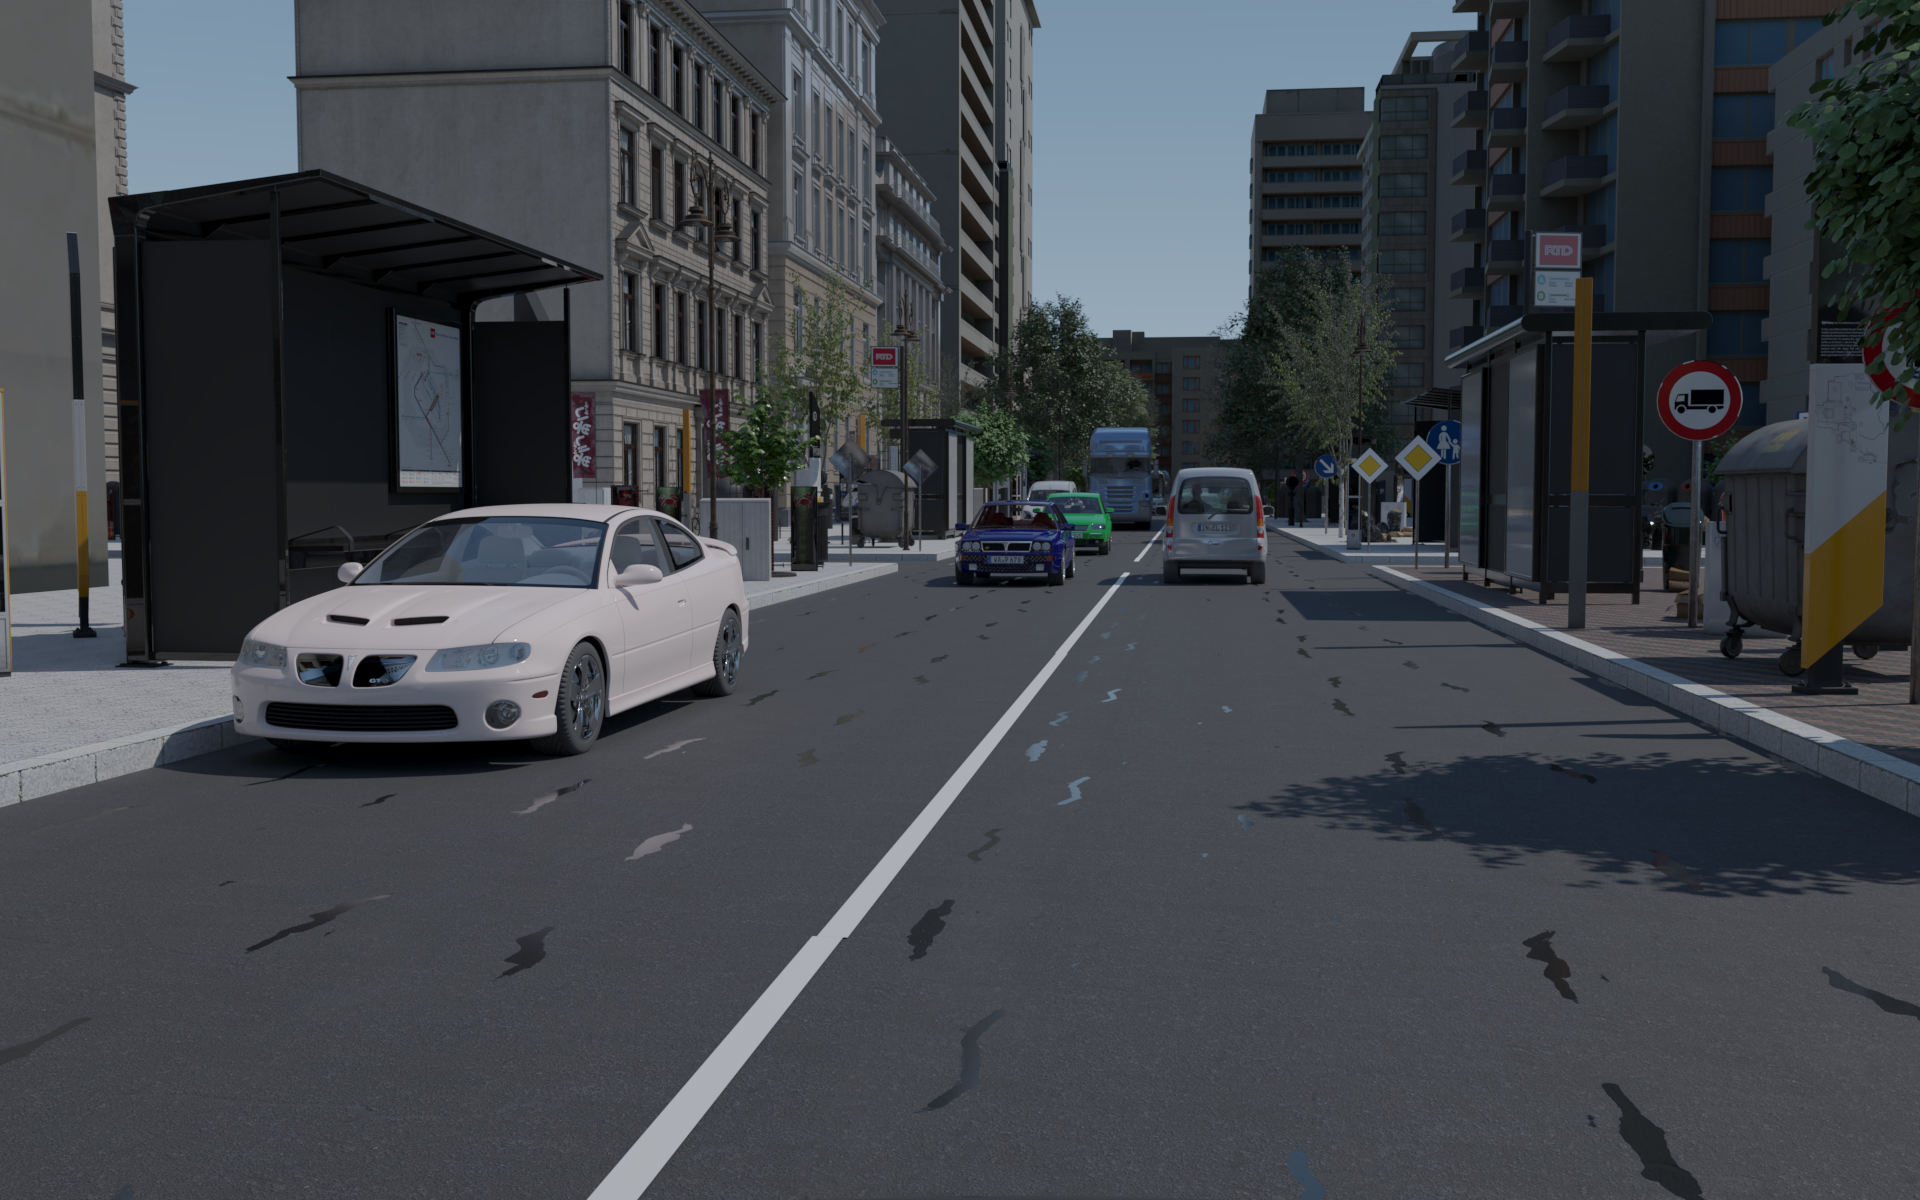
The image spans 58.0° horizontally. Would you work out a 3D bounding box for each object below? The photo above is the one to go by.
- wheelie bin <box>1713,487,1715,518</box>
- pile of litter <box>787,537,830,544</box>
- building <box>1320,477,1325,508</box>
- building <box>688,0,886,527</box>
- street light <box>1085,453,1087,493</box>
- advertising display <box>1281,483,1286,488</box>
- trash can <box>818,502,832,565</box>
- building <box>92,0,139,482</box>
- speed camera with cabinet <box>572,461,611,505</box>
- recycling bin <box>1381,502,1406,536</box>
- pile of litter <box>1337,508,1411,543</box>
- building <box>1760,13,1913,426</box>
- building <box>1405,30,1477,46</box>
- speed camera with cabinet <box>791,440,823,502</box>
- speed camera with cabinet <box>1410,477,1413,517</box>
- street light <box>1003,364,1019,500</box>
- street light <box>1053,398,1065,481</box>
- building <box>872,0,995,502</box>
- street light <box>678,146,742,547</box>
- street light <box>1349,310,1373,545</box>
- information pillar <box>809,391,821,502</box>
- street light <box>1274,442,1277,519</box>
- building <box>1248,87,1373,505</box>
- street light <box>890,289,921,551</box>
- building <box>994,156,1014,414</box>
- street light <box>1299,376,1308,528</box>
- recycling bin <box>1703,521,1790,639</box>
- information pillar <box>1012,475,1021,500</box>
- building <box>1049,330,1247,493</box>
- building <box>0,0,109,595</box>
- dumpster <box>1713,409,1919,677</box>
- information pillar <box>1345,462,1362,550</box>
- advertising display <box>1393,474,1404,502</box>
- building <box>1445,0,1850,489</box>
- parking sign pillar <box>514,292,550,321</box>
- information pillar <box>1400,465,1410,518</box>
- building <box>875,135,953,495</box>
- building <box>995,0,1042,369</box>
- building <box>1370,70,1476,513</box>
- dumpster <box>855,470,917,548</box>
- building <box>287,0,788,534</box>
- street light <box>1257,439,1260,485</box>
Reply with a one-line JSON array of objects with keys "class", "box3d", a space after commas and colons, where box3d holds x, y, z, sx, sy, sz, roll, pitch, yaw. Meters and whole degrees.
[{"class": "wheelie bin", "box3d": [21.859, -2.557, 49.717, 0.693, 1.594, 0.980, 3, 5, 40]}, {"class": "pile of litter", "box3d": [-3.908, -1.892, 44.902, 1.176, 0.858, 1.719, 0, 4, 5]}, {"class": "building", "box3d": [50.935, -28.835, 163.326, 32.217, 40.220, 23.993, 0, 4, 8]}, {"class": "building", "box3d": [-11.536, -17.786, 76.697, 13.634, 28.700, 20.117, 0, 4, 8]}, {"class": "street light", "box3d": [7.703, -8.143, 105.930, 0.468, 5.910, 1.993, 0, 4, 8]}, {"class": "advertising display", "box3d": [19.821, -6.071, 104.467, 0.974, 1.923, 0.123, 3, 5, 41]}, {"class": "trash can", "box3d": [-2.695, -1.209, 31.415, 0.748, 1.137, 0.748, 0, 3, 0]}, {"class": "building", "box3d": [-38.479, -13.893, 56.033, 19.941, 23.489, 11.050, 0, 4, 8]}, {"class": "speed camera with cabinet", "box3d": [-10.039, -3.178, 46.293, 2.038, 3.252, 0.660, 2, 4, 35]}, {"class": "recycling bin", "box3d": [13.377, -2.500, 53.427, 0.722, 1.027, 0.722, 1, 4, 18]}, {"class": "pile of litter", "box3d": [10.917, -1.973, 46.225, 1.176, 0.858, 1.719, -2, 4, -26]}, {"class": "building", "box3d": [45.245, -12.842, 55.004, 28.899, 21.520, 27.650, 0, 4, 8]}, {"class": "building", "box3d": [47.331, -27.386, 139.645, 32.217, 40.220, 23.993, 0, 4, 8]}, {"class": "speed camera with cabinet", "box3d": [-5.351, -4.052, 60.589, 0.660, 3.252, 2.038, -1, 4, -22]}, {"class": "speed camera with cabinet", "box3d": [25.415, -6.261, 96.706, 0.660, 3.252, 2.038, 3, 5, 41]}, {"class": "street light", "box3d": [1.822, -5.446, 61.826, 0.468, 5.910, 1.993, 0, 4, 8]}, {"class": "street light", "box3d": [4.811, -6.794, 83.872, 0.468, 5.910, 1.993, 0, 4, 8]}, {"class": "building", "box3d": [-9.224, -30.770, 126.796, 21.300, 48.544, 21.600, 0, 4, 8]}, {"class": "street light", "box3d": [-3.359, -3.100, 23.470, 0.468, 5.910, 1.993, 0, 4, 8]}, {"class": "street light", "box3d": [10.110, -4.342, 43.783, 0.468, 5.910, 1.993, 0, 4, 8]}, {"class": "information pillar", "box3d": [-3.330, -2.958, 39.722, 0.183, 3.616, 0.504, 1, 4, 17]}, {"class": "street light", "box3d": [16.139, -7.068, 88.355, 0.468, 5.910, 1.993, 0, 4, 8]}, {"class": "building", "box3d": [45.843, -35.862, 210.053, 21.600, 48.544, 21.300, 0, 4, 8]}, {"class": "street light", "box3d": [-1.223, -4.066, 39.268, 0.468, 5.910, 1.993, 0, 4, 8]}, {"class": "building", "box3d": [-3.166, -22.811, 144.667, 14.160, 30.474, 14.107, 0, 4, 8]}, {"class": "street light", "box3d": [13.098, -5.720, 66.316, 0.468, 5.910, 1.993, 0, 4, 8]}, {"class": "recycling bin", "box3d": [7.260, -0.199, 15.804, 0.722, 1.027, 0.722, 3, 4, 38]}, {"class": "information pillar", "box3d": [2.089, -3.727, 65.421, 0.304, 2.012, 0.304, 2, 4, 28]}, {"class": "building", "box3d": [21.399, -22.847, 218.587, 28.899, 21.520, 27.650, 0, 4, 8]}, {"class": "building", "box3d": [-23.634, -23.836, 13.426, 21.600, 48.544, 21.300, 0, 4, 8]}, {"class": "dumpster", "box3d": [6.443, -0.426, 12.727, 1.264, 1.857, 1.865, 0, 4, 7]}, {"class": "information pillar", "box3d": [9.084, -2.164, 39.881, 0.304, 2.012, 0.304, 1, 4, 21]}, {"class": "advertising display", "box3d": [14.007, -3.065, 55.323, 0.123, 1.923, 0.974, 2, 4, 27]}, {"class": "building", "box3d": [36.305, -26.321, 84.980, 22.147, 44.769, 28.867, 0, 4, 8]}, {"class": "parking sign pillar", "box3d": [-5.055, -1.935, 20.112, 1.447, 3.967, 1.447, -2, 4, -29]}, {"class": "information pillar", "box3d": [24.405, -6.307, 94.471, 0.504, 3.616, 0.183, 1, 4, 19]}, {"class": "building", "box3d": [-8.603, -15.772, 99.667, 13.314, 21.916, 24.055, 0, 4, 8]}, {"class": "building", "box3d": [-7.047, -35.464, 169.072, 27.495, 52.752, 28.713, 0, 4, 8]}, {"class": "building", "box3d": [35.905, -21.427, 122.033, 14.160, 30.474, 14.107, 0, 4, 8]}, {"class": "dumpster", "box3d": [-1.791, -2.207, 41.835, 1.264, 1.857, 1.865, 0, 4, 8]}, {"class": "building", "box3d": [-13.025, -11.787, 57.351, 10.561, 19.102, 19.286, 0, 4, 8]}, {"class": "street light", "box3d": [19.014, -8.430, 110.617, 0.468, 5.910, 1.993, 0, 4, 8]}]
